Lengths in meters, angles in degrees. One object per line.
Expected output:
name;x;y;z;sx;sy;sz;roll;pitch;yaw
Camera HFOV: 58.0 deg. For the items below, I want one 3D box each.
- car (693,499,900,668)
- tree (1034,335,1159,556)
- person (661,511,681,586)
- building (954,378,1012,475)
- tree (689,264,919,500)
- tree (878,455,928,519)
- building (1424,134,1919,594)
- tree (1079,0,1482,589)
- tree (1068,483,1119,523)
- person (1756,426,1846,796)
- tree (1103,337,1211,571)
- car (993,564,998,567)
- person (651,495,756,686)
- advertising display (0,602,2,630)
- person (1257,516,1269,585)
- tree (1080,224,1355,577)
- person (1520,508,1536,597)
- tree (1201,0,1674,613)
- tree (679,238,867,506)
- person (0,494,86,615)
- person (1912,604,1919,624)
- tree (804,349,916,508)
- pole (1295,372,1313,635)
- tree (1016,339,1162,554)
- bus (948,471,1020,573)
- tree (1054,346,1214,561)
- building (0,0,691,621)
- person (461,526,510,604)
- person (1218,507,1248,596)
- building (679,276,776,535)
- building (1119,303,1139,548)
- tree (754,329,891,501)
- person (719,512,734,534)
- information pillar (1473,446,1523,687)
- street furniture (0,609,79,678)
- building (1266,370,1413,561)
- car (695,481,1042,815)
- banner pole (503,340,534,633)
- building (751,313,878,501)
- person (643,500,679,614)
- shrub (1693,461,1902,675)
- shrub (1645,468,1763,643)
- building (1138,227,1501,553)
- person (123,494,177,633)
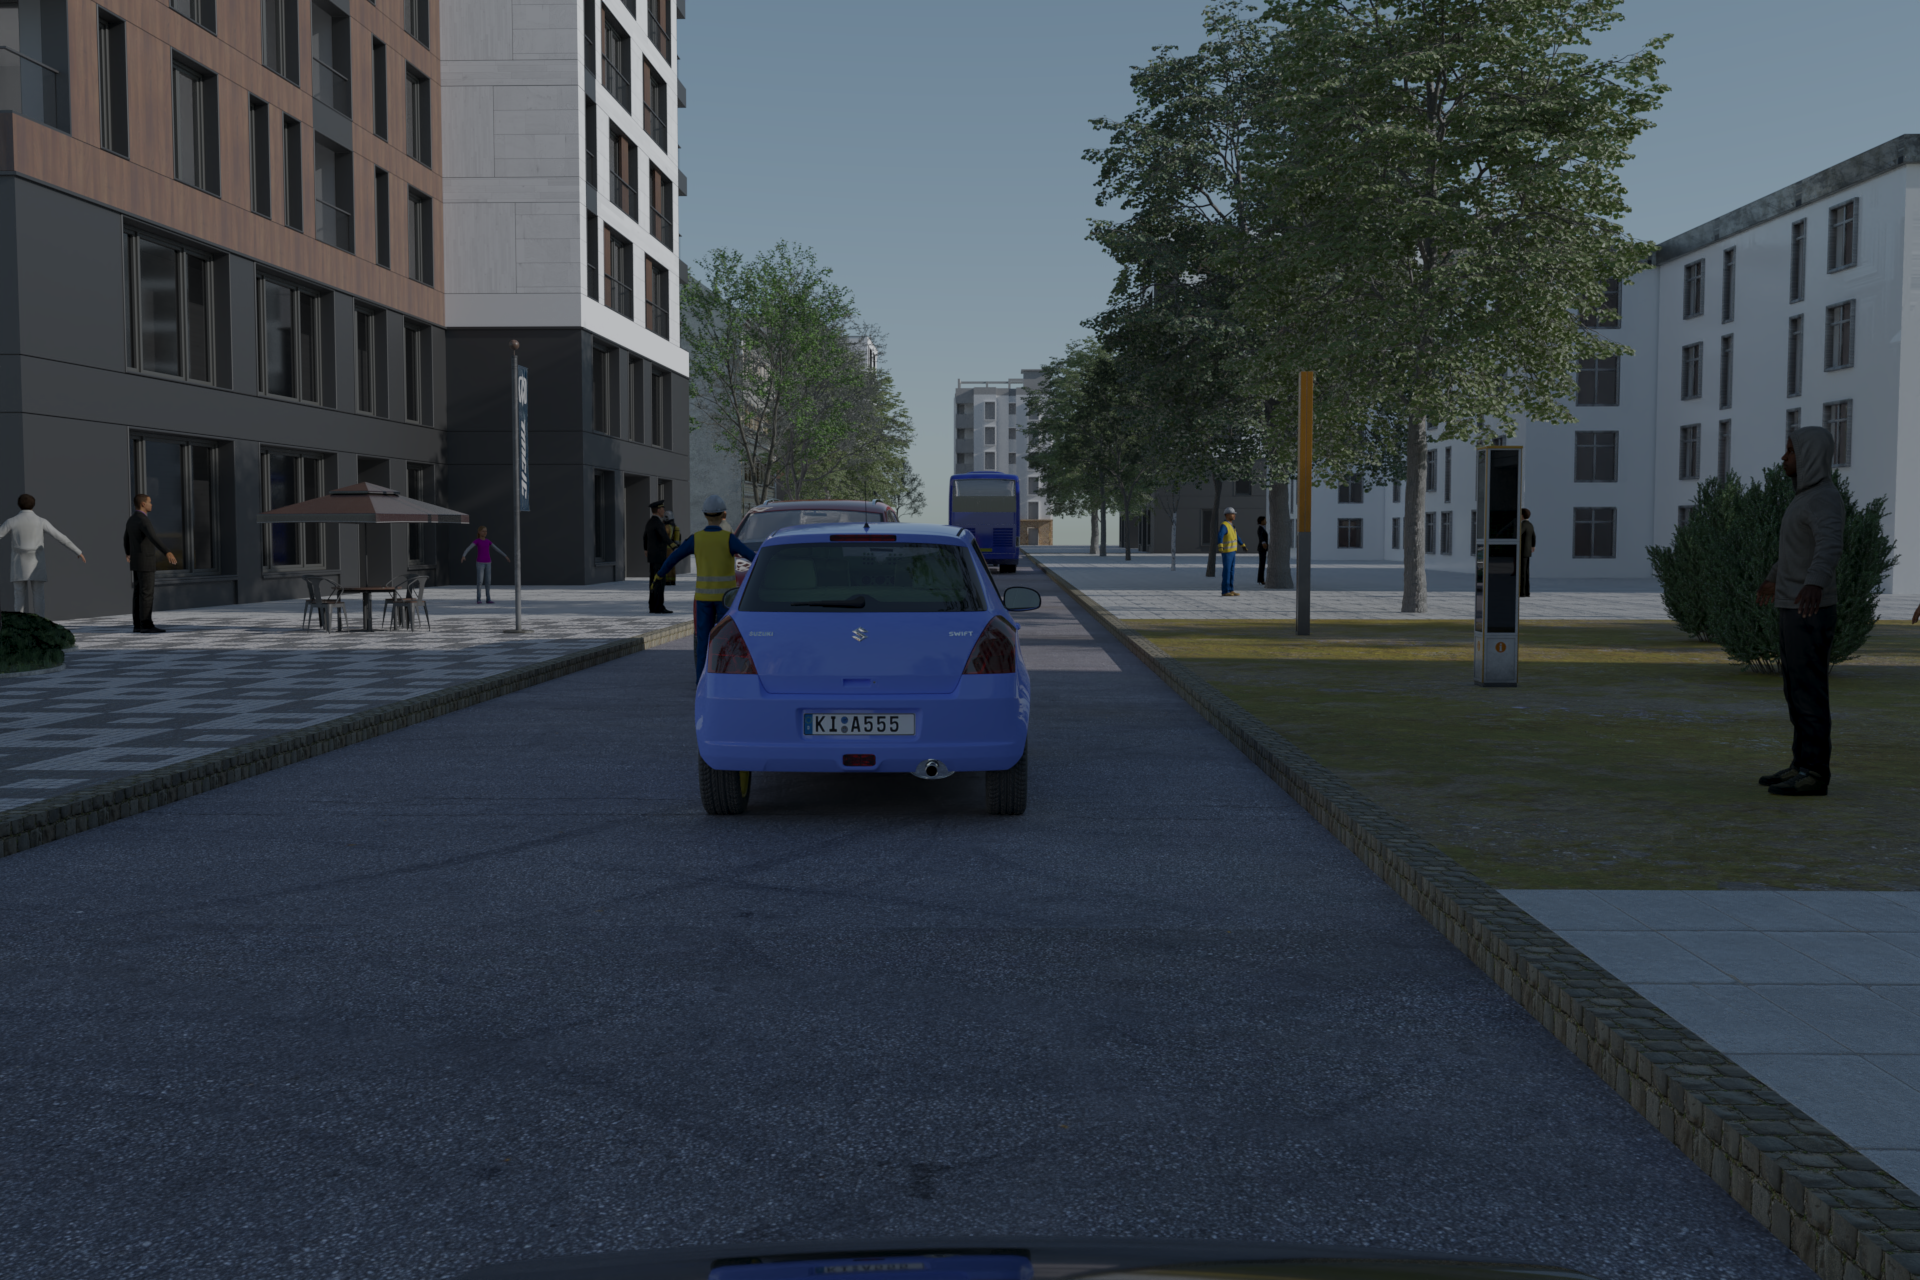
car;-1.493;-0.600;18.490;2.281;1.827;5.304;0;4;2
tree;7.948;-11.095;99.525;7.486;12.596;7.792;0;3;0
person;-7.264;-2.283;43.101;0.705;1.858;1.354;1;4;22
building;-0.422;-21.075;203.453;11.380;20.090;16.016;0;4;6
tree;-7.533;-10.333;79.319;12.009;13.543;11.850;0;3;0
tree;-7.179;-16.423;202.930;7.601;10.594;8.767;0;4;3
building;20.967;-6.627;50.501;9.099;9.664;28.070;0;4;2
tree;7.421;-8.179;40.389;9.857;13.997;8.962;0;3;0
tree;16.583;-17.900;203.042;12.009;13.543;11.850;0;3;0
person;4.176;-0.151;8.605;0.705;1.813;1.348;1;4;17
tree;7.559;-6.707;60.019;4.360;8.622;3.978;0;3;0
car;0.862;-4.137;77.862;2.015;1.641;3.980;0;4;1
person;-2.131;-0.385;15.220;1.216;1.772;0.721;0;4;6
advertising display;-6.596;-0.371;11.286;0.123;1.923;0.974;0;4;2
person;7.741;-2.274;43.895;0.721;1.740;1.216;1;4;13
tree;7.620;-7.150;51.322;8.767;10.594;7.601;-1;4;-21
person;11.410;-1.772;35.157;0.705;1.806;1.347;3;5;42
tree;7.716;-6.701;27.692;7.486;12.596;7.792;0;3;0
tree;-7.182;-8.332;61.990;9.928;11.665;9.643;0;3;0
person;-12.213;-1.010;22.702;1.347;1.806;0.705;-2;4;-28
person;4.706;-0.062;7.163;1.345;1.843;0.704;1;4;15
tree;-6.438;-11.536;106.740;7.486;12.596;7.792;0;3;0
pole;4.349;-1.715;21.878;0.158;3.312;0.155;0;3;0
tree;8.527;-12.475;110.622;9.857;13.997;8.962;0;3;0
bus;0.966;-4.607;66.875;2.896;3.916;12.251;0;4;1
tree;8.258;-9.132;83.713;8.767;10.594;7.601;1;4;18
building;-23.328;-12.037;40.774;27.936;21.610;32.646;0;4;2
person;-8.702;-1.375;31.743;0.599;1.433;0.991;3;5;44
person;5.583;-1.823;35.783;0.705;1.833;1.349;2;4;32
building;-24.250;-18.282;129.836;19.493;23.208;18.063;0;4;1
building;29.427;-19.907;169.453;27.936;21.610;32.646;0;4;2
tree;-7.554;-10.737;93.675;7.486;12.596;7.792;0;3;0
person;-5.140;-1.898;37.308;0.705;1.796;1.348;2;4;27
information pillar;4.524;-0.617;14.575;0.304;2.012;0.304;0;4;2
street furniture;-12.168;0.038;15.013;5.734;0.657;10.072;2;4;34
building;21.707;-8.777;85.646;9.099;9.664;28.070;0;4;1
car;-0.478;-0.034;10.142;1.945;1.707;3.694;0;3;0
banner pole;-5.745;-1.997;22.666;0.401;3.779;0.863;0;4;1
building;-23.454;-20.351;176.709;27.936;21.610;32.646;0;4;1
person;-4.861;-1.349;27.988;0.705;1.837;1.347;-2;4;-33
shrub;7.641;-0.722;15.851;1.661;2.075;1.752;0;3;0
shrub;9.104;-1.012;20.585;1.661;2.075;1.752;0;3;0
building;27.388;-17.599;131.713;27.936;21.610;32.646;0;4;2
person;-10.569;-0.994;22.474;1.346;1.802;0.704;3;5;42
